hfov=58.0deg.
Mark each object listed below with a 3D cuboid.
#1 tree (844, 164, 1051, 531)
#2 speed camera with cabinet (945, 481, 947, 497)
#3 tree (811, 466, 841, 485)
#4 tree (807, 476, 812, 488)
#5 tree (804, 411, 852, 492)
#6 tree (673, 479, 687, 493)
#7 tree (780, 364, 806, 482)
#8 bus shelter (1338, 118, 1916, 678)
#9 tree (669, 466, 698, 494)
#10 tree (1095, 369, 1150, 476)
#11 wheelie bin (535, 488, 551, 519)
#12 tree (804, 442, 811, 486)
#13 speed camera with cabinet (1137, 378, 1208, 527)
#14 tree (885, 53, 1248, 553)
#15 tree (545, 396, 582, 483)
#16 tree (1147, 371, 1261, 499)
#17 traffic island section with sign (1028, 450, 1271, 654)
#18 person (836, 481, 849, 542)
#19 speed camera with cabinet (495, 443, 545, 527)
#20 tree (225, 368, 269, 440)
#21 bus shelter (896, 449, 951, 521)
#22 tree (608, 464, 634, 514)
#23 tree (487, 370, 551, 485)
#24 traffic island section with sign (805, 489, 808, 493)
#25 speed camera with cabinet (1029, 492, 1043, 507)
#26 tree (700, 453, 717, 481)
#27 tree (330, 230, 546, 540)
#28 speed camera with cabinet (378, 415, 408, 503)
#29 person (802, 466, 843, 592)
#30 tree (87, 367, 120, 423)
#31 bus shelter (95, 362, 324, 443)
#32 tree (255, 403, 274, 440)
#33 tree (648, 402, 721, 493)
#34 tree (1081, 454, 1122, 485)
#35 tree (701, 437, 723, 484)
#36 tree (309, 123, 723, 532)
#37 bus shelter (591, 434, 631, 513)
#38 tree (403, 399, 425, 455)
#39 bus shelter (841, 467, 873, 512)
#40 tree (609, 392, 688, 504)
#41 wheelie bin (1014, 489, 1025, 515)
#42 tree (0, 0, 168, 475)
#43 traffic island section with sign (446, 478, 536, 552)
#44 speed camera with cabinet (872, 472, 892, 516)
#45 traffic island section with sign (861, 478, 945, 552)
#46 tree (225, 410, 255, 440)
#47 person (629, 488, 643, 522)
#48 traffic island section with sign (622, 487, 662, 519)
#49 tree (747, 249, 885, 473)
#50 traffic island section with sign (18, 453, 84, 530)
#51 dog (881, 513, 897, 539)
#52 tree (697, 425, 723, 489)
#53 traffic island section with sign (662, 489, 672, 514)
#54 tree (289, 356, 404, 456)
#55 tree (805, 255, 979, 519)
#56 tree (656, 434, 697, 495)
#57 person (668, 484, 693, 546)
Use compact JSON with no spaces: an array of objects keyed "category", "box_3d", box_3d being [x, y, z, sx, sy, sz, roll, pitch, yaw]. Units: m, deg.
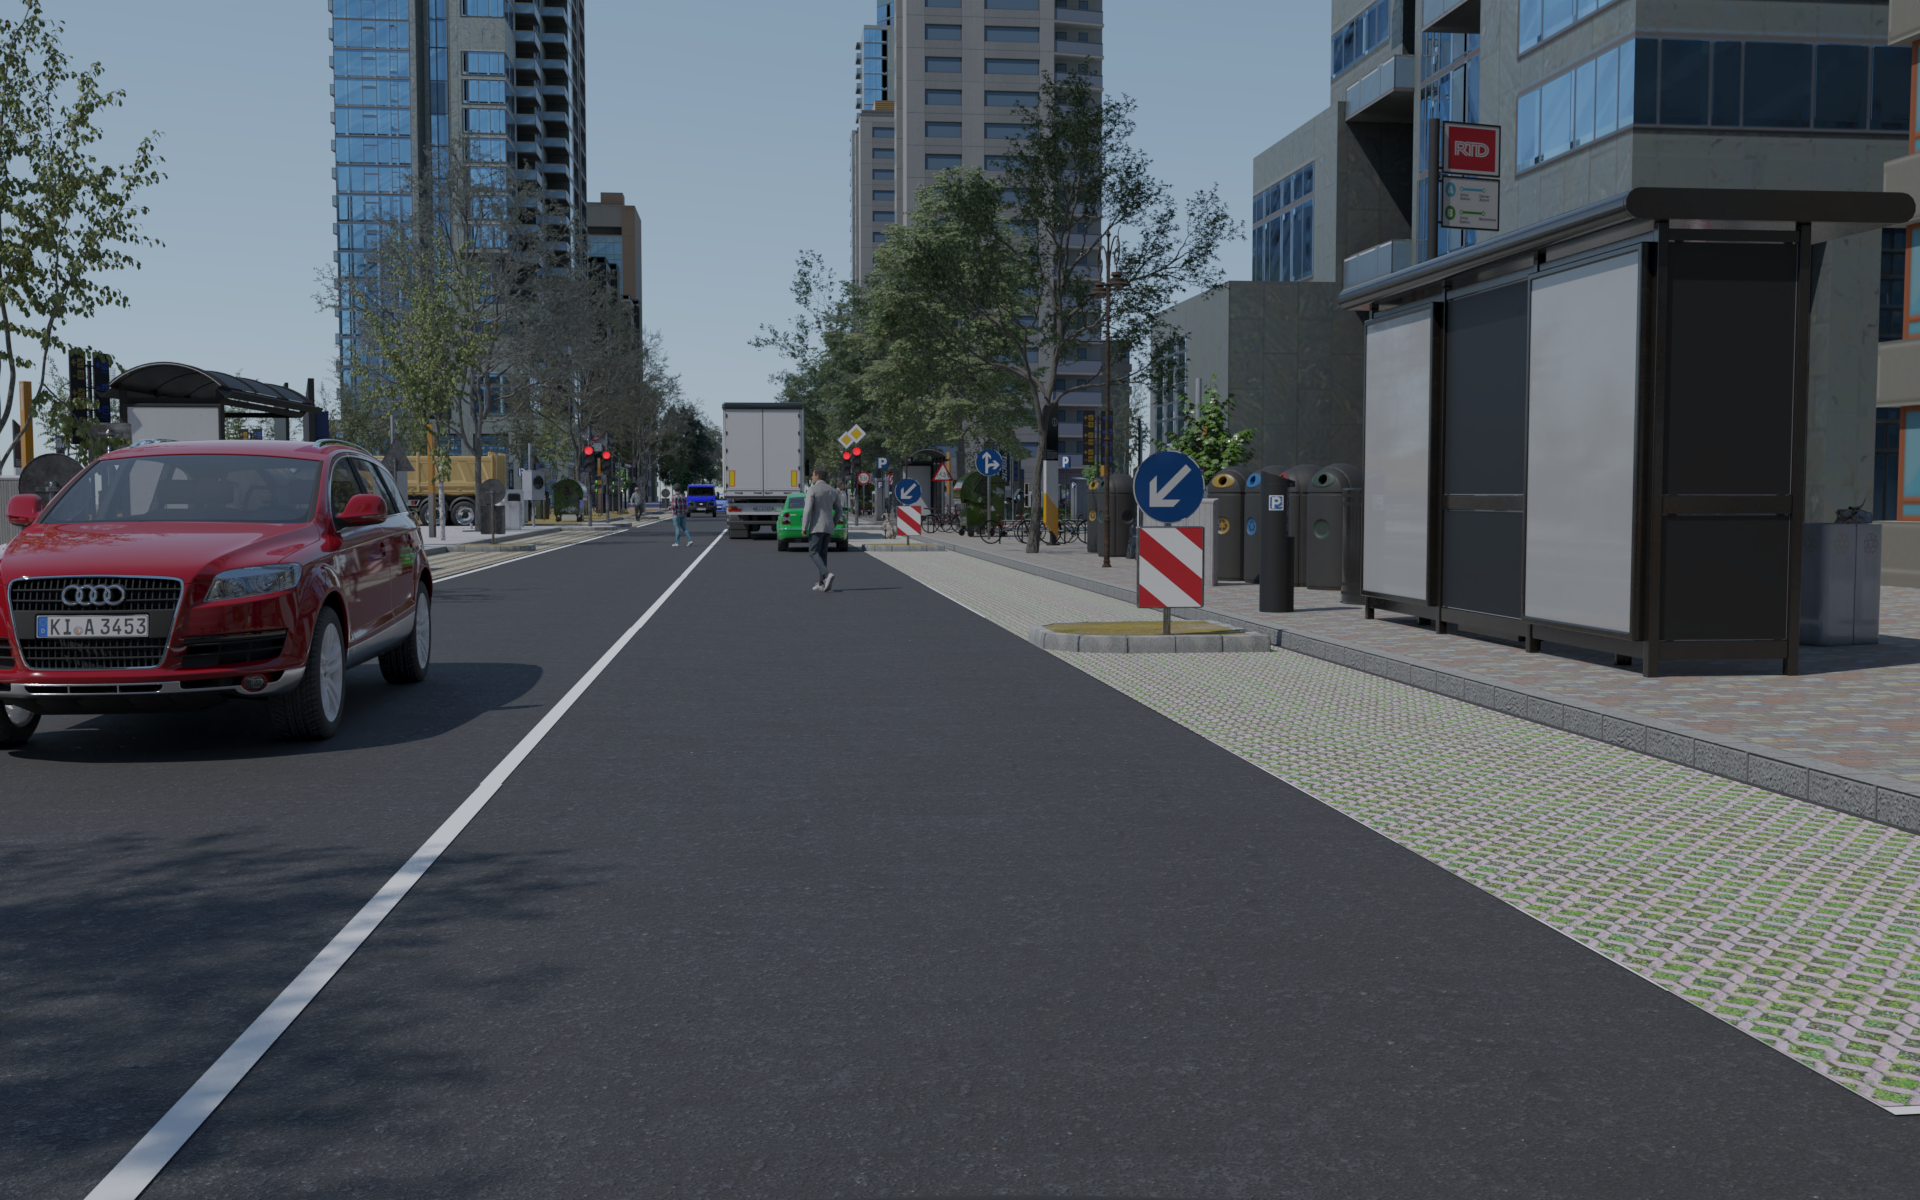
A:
[{"category":"tree","box_3d":[-0.332,-8.704,60.438,7.486,12.596,7.792,0,3,0]},{"category":"speed camera with cabinet","box_3d":[-1.844,-9.032,142.013,2.038,3.252,0.660,1,4,21]},{"category":"tree","box_3d":[-13.346,-11.653,174.241,4.285,4.588,4.351,0,3,0]},{"category":"tree","box_3d":[-18.230,-17.405,210.328,9.928,11.665,9.643,0,3,0]},{"category":"tree","box_3d":[-10.537,-11.901,144.937,4.737,8.622,4.395,0,3,0]},{"category":"tree","box_3d":[-30.887,-11.946,189.915,1.663,3.219,1.824,0,3,0]},{"category":"tree","box_3d":[-11.776,-15.409,158.594,9.857,13.997,8.962,0,3,0]},{"category":"bus shelter","box_3d":[5.107,-2.362,16.254,2.179,5.291,8.768,0,4,-6]},{"category":"tree","box_3d":[-31.609,-13.103,197.939,4.285,4.588,4.351,0,3,0]},{"category":"tree","box_3d":[9.560,-9.112,99.347,4.360,8.622,3.978,0,3,0]},{"category":"wheelie bin","box_3d":[-21.134,-4.880,87.697,0.693,1.594,0.980,-3,5,-44]},{"category":"tree","box_3d":[-27.295,-23.030,294.668,7.486,12.596,7.792,0,3,0]},{"category":"speed camera with cabinet","box_3d":[3.718,-2.199,30.283,0.660,3.252,2.038,-1,4,-15]},{"category":"tree","box_3d":[1.817,-6.279,37.071,7.601,10.594,8.767,3,5,41]},{"category":"tree","box_3d":[-28.071,-10.376,120.006,4.737,8.622,4.395,0,3,0]},{"category":"tree","box_3d":[4.001,-2.003,27.349,1.663,3.219,1.824,0,3,0]},{"category":"traffic island section with sign","box_3d":[1.699,-0.476,16.417,1.989,1.847,2.006,0,4,-7]},{"category":"person","box_3d":[-3.659,-2.635,51.691,0.679,1.850,0.850,-3,5,-44]},{"category":"speed camera with cabinet","box_3d":[-17.002,-4.441,66.944,0.660,3.252,2.038,2,4,34]},{"category":"tree","box_3d":[-42.900,-9.270,101.921,4.737,8.622,4.395,0,3,0]},{"category":"bus shelter","box_3d":[-1.728,-5.269,80.079,2.014,3.302,5.546,0,4,-7]},{"category":"tree","box_3d":[-22.003,-7.185,112.080,1.663,3.219,1.824,0,3,0]},{"category":"tree","box_3d":[-25.765,-9.276,102.030,4.360,8.622,3.978,0,3,0]},{"category":"traffic island section with sign","box_3d":[-11.105,-7.220,126.668,1.989,1.847,2.006,0,4,-7]},{"category":"speed camera with cabinet","box_3d":[5.598,-7.578,118.242,2.038,3.252,0.660,-1,4,-16]},{"category":"tree","box_3d":[-40.377,-20.154,263.927,7.601,10.594,8.767,2,4,27]},{"category":"tree","box_3d":[-14.492,-5.940,47.486,4.737,8.622,4.395,0,3,0]},{"category":"speed camera with cabinet","box_3d":[-14.936,-3.004,43.450,2.038,3.252,0.660,1,4,10]},{"category":"person","box_3d":[-1.999,-1.052,25.539,0.661,1.843,0.795,-3,4,-39]},{"category":"tree","box_3d":[-47.080,-8.995,97.432,4.360,8.622,3.978,0,3,0]},{"category":"bus shelter","box_3d":[-12.459,-2.161,29.250,2.014,3.302,5.546,0,4,-6]},{"category":"tree","box_3d":[-50.557,-10.889,128.398,4.360,8.622,3.978,0,3,0]},{"category":"tree","box_3d":[-34.044,-18.065,212.367,9.611,12.733,9.660,0,3,0]},{"category":"tree","box_3d":[11.359,-9.465,138.458,4.285,4.588,4.351,0,3,0]},{"category":"tree","box_3d":[-43.864,-22.567,294.720,9.928,11.665,9.643,0,3,0]},{"category":"tree","box_3d":[-16.454,-9.063,58.544,12.009,13.543,11.850,0,3,0]},{"category":"bus shelter","box_3d":[-23.930,-8.624,118.632,2.179,5.291,8.768,0,4,-7]},{"category":"tree","box_3d":[-32.290,-9.023,97.895,4.360,8.622,3.978,0,3,0]},{"category":"bus shelter","box_3d":[-7.384,-7.955,123.994,2.014,3.302,5.546,0,4,-7]},{"category":"tree","box_3d":[-26.556,-13.002,146.992,7.601,10.594,8.767,-1,4,-10]},{"category":"wheelie bin","box_3d":[3.639,-6.044,106.730,0.693,1.594,0.980,-1,4,-17]},{"category":"tree","box_3d":[-12.000,-4.348,21.452,4.737,8.622,4.395,0,3,0]},{"category":"traffic island section with sign","box_3d":[-11.719,-2.129,43.431,1.989,1.847,2.006,0,4,-7]},{"category":"speed camera with cabinet","box_3d":[-4.696,-6.590,102.079,0.660,3.252,2.038,-1,4,-15]},{"category":"traffic island section with sign","box_3d":[-1.474,-2.147,43.735,1.989,1.847,2.006,0,4,-7]},{"category":"tree","box_3d":[-47.377,-9.648,108.114,4.360,8.622,3.978,0,3,0]},{"category":"person","box_3d":[-16.815,-4.941,89.771,0.515,1.767,0.782,3,5,42]},{"category":"traffic island section with sign","box_3d":[-18.084,-5.477,98.183,1.989,1.847,2.006,0,4,-7]},{"category":"tree","box_3d":[-9.769,-17.090,135.315,12.611,20.169,13.585,0,3,0]},{"category":"traffic island section with sign","box_3d":[-8.541,-0.451,16.000,1.989,1.847,2.006,0,4,-7]},{"category":"dog","box_3d":[-2.268,-2.322,54.803,0.513,0.831,0.800,0,4,2]},{"category":"tree","box_3d":[-44.537,-24.623,309.245,9.857,13.997,8.962,0,3,0]},{"category":"traffic island section with sign","box_3d":[-21.212,-7.131,125.216,1.989,1.847,2.006,0,4,-7]},{"category":"tree","box_3d":[-32.097,-8.521,89.679,4.360,8.622,3.978,0,3,0]},{"category":"tree","box_3d":[-3.387,-11.247,90.538,9.857,13.997,8.962,0,3,0]},{"category":"tree","box_3d":[-30.344,-14.297,184.117,4.737,8.622,4.395,0,3,0]},{"category":"person","box_3d":[-7.679,-2.333,47.484,0.643,1.720,0.563,3,4,37]}]
